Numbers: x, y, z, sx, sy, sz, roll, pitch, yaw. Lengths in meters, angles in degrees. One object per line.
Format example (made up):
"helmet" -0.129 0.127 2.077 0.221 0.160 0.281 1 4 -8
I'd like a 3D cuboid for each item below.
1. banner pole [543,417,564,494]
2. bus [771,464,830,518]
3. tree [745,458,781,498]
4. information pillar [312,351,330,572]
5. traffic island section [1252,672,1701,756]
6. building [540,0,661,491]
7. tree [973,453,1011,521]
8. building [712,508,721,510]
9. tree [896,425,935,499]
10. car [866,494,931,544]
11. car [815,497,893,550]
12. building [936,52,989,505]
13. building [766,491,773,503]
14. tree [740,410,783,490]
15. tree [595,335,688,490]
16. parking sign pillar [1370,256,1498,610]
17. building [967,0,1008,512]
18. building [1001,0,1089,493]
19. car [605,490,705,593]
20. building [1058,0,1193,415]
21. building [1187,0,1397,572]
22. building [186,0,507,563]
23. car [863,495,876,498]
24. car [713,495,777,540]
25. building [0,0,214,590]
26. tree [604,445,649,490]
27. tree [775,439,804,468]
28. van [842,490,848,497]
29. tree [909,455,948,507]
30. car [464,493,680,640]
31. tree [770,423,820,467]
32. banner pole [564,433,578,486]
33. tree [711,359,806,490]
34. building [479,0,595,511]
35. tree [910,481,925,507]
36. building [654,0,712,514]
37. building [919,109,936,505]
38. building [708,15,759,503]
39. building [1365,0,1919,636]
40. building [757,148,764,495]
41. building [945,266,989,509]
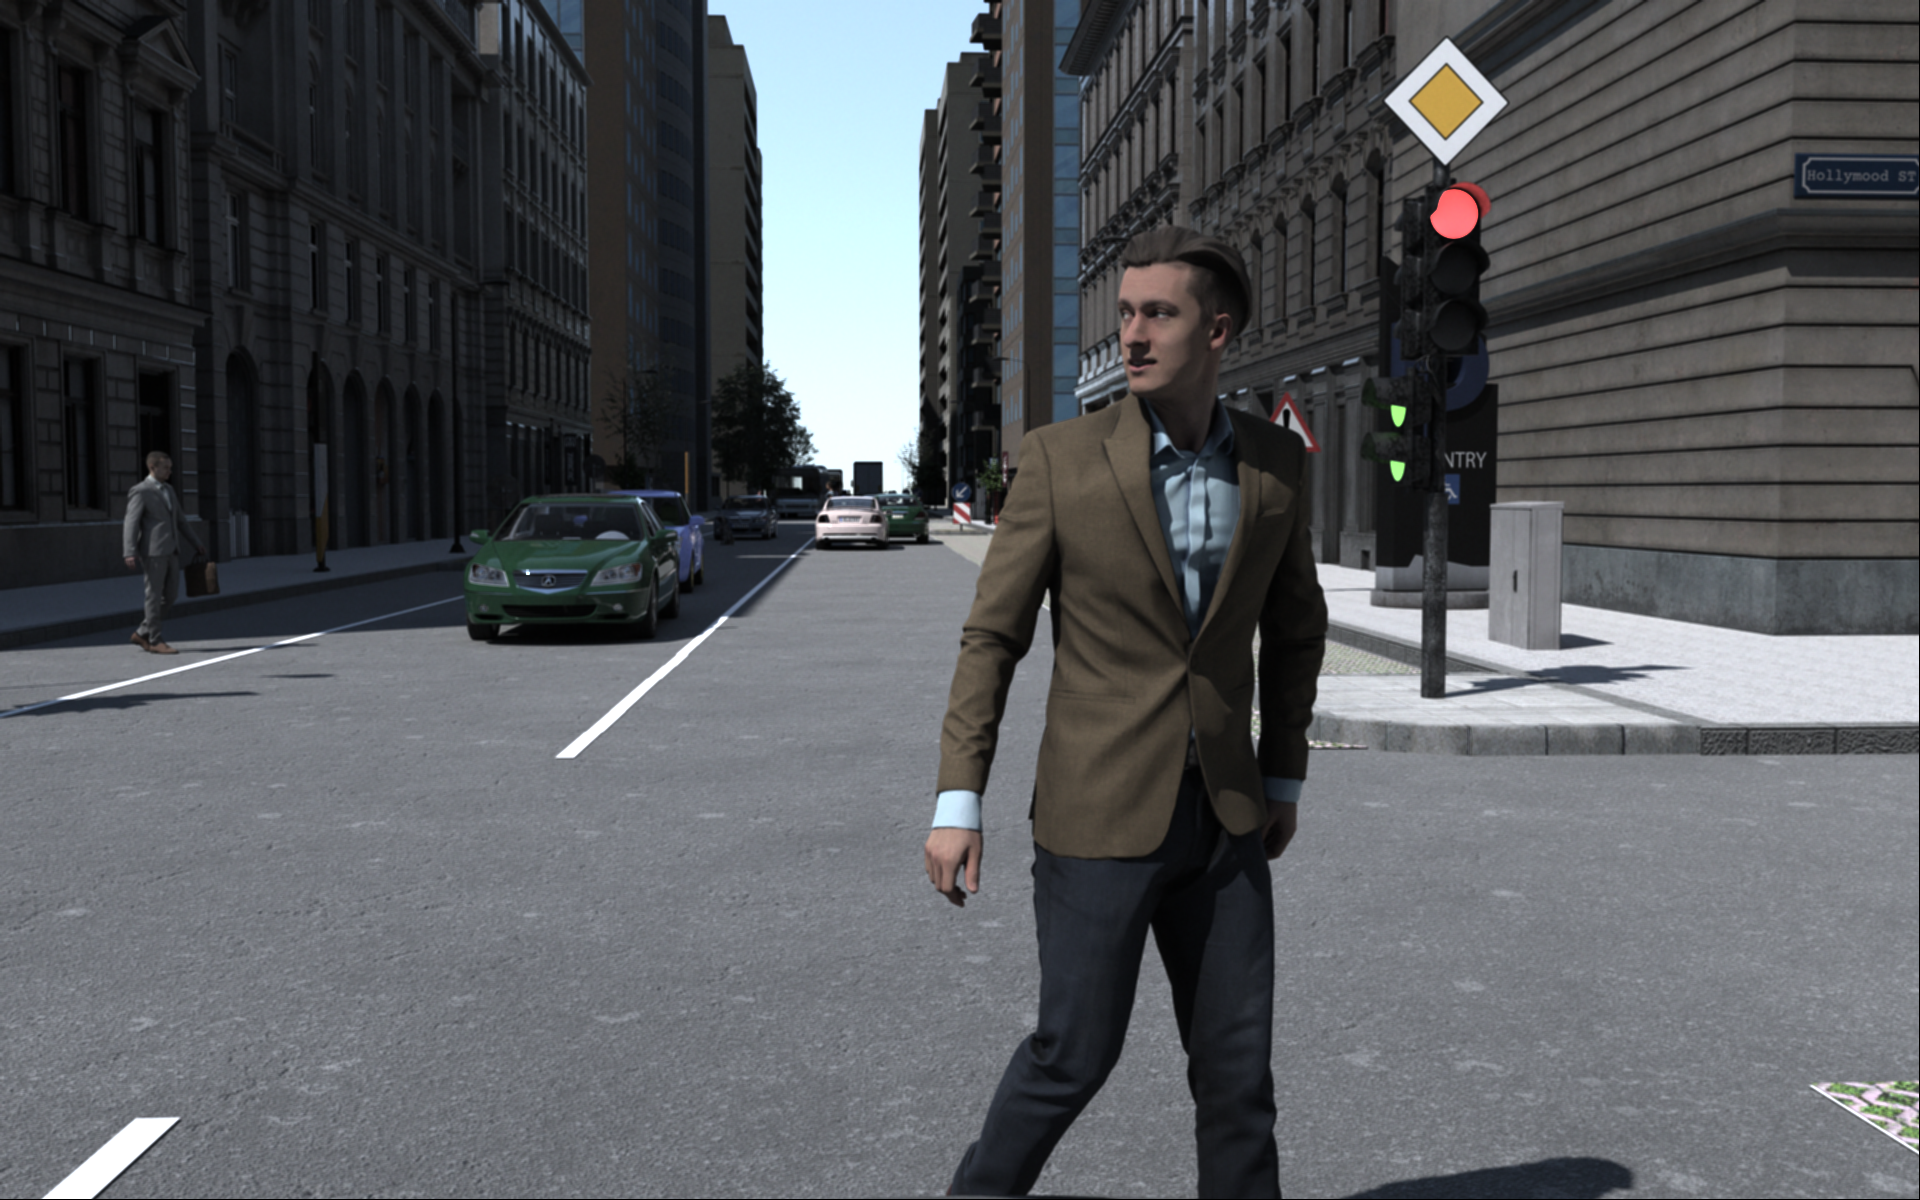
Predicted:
"banner pole" -13.466 -4.086 56.817 0.401 3.779 0.863 -3 4 -37
"bus" -9.566 -6.784 105.776 2.948 3.499 13.247 0 4 -2
"tree" -17.694 -10.544 156.104 4.285 4.588 4.351 0 3 0
"information pillar" -10.574 -2.281 28.642 0.183 3.616 0.504 0 4 -6
"traffic island section" 3.005 0.694 10.927 2.009 0.180 2.903 0 4 -3
"building" -23.708 -26.974 91.132 14.600 45.320 14.200 0 4 -3
"tree" 1.662 -5.320 81.583 1.663 3.219 1.824 0 3 0
"building" -35.840 -27.304 138.305 32.217 40.220 23.993 0 4 -3
"tree" -4.333 -14.056 180.173 4.360 8.622 3.978 0 3 0
"car" -1.886 -2.390 50.880 2.131 1.459 4.920 0 4 -3
"car" -2.829 -2.051 45.904 2.083 1.381 4.827 0 4 -1
"building" 8.748 -34.508 187.901 21.300 48.544 21.600 0 4 -3
"building" -39.755 -32.145 217.453 32.217 40.220 23.993 0 4 -3
"tree" -17.493 -12.291 151.318 4.360 8.622 3.978 0 3 0
"tree" -14.294 -7.881 79.222 4.360 8.622 3.978 0 3 0
"parking sign pillar" 5.454 -1.915 19.782 1.447 3.967 1.447 -1 4 -14
"building" 12.027 -28.251 116.536 22.147 44.769 28.867 0 4 -3
"building" 9.738 -27.202 94.865 14.600 45.320 14.200 0 4 -3
"car" -4.801 -1.013 26.147 1.945 1.707 3.694 0 4 -5
"building" 9.145 -13.133 65.634 10.553 20.767 40.483 0 4 -3
"building" 11.056 -11.441 36.204 9.793 20.994 18.267 0 4 -3
"building" -20.214 -12.278 42.551 13.314 21.916 24.055 0 4 -3
"car" -5.605 -6.064 111.513 2.083 1.381 4.827 0 4 -4
"car" -6.852 -2.666 55.587 2.014 1.417 4.499 0 4 -2
"building" -17.372 -9.536 20.549 10.561 19.102 19.286 0 4 -3
"tree" -13.048 -4.538 68.796 1.663 3.219 1.824 0 3 0
"tree" -20.444 -15.370 201.657 4.737 8.622 4.395 0 3 0
"van" -16.255 -14.226 236.985 2.240 2.365 5.245 0 4 -2
"tree" -2.705 -10.022 147.571 4.285 4.588 4.351 0 3 0
"car" -4.051 -0.415 18.591 2.131 1.459 4.920 0 4 -5
"tree" -23.241 -19.051 237.232 9.928 11.665 9.643 0 3 0
"banner pole" -14.255 -4.447 62.731 0.863 3.779 0.401 -2 4 -28
"tree" -19.311 -15.635 162.289 9.857 13.997 8.962 0 3 0
"building" -19.762 -13.142 64.014 9.793 20.994 18.267 0 4 -3
"tree" -4.082 -10.914 173.045 1.663 3.219 1.824 0 3 0
"building" -28.070 -34.868 112.084 21.231 58.520 28.212 0 4 -3
"building" 6.063 -35.819 209.345 21.300 48.544 21.600 0 4 -3
"building" -32.311 -34.020 179.927 21.300 48.544 21.600 0 4 -3
"building" 23.976 -12.349 20.986 34.723 24.649 14.460 0 4 -3
"building" -29.971 -31.486 198.397 14.154 41.232 14.086 0 4 -3
"building" 13.235 -18.447 146.644 27.650 21.520 28.899 0 4 -3
